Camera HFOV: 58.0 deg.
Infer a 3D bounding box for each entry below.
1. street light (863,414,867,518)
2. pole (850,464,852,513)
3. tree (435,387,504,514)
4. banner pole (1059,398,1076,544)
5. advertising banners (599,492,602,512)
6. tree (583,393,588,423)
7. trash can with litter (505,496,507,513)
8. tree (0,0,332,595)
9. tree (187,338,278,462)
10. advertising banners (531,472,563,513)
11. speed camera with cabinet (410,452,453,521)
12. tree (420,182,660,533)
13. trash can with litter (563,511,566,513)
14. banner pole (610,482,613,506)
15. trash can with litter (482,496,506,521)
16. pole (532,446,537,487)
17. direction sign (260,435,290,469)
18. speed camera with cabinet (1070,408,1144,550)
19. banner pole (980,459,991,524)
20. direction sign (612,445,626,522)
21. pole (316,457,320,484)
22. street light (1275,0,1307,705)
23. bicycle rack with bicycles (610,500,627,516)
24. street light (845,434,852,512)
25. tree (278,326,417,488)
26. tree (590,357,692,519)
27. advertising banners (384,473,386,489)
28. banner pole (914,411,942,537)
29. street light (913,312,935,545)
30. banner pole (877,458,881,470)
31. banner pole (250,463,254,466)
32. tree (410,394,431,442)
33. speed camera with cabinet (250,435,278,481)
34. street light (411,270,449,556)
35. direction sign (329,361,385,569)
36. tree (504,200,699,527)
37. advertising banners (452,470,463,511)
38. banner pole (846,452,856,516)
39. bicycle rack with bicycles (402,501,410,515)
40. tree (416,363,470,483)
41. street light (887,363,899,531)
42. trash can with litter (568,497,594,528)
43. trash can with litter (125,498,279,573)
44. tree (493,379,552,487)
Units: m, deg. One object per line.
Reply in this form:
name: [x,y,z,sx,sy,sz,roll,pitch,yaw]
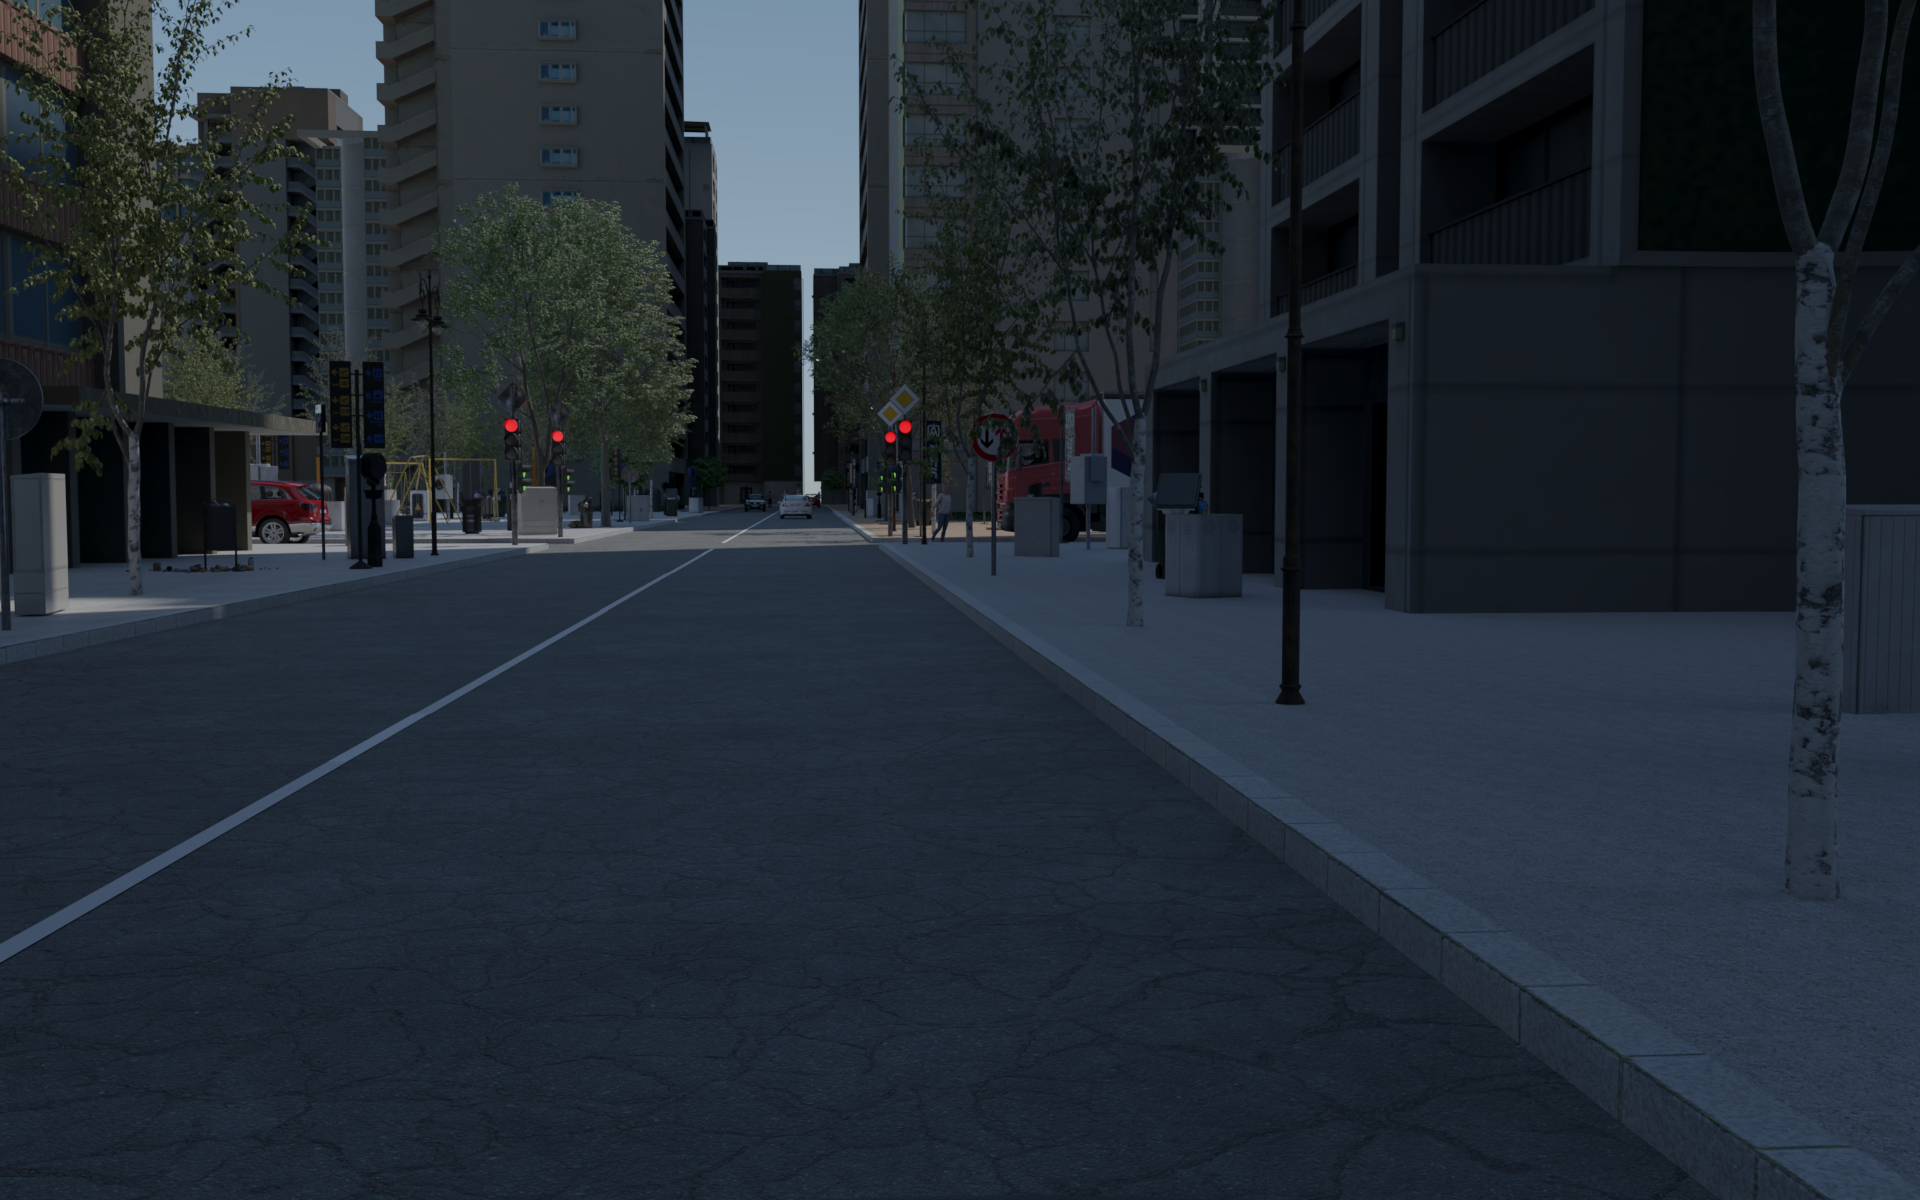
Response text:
street light: [-5.085,-7.344,92.856,0.468,5.910,1.993,0,4,-5]
pole: [-7.265,-7.458,115.787,0.158,3.312,0.155,0,3,0]
tree: [-33.138,-10.023,114.244,4.737,8.622,4.395,0,3,0]
banner pole: [2.752,-3.351,44.810,0.401,3.779,0.863,-2,4,-29]
advertising banners: [-24.939,-7.672,121.619,0.090,3.025,2.074,1,4,9]
tree: [-19.273,-9.032,98.030,4.737,8.622,4.395,0,3,0]
trash can with litter: [-30.435,-6.372,115.562,0.624,1.170,1.055,-2,4,-25]
tree: [-10.437,-4.383,22.022,4.737,8.622,4.395,0,3,0]
tree: [-34.166,-8.024,81.560,4.360,8.622,3.978,0,3,0]
advertising banners: [-24.702,-6.557,103.394,2.074,3.025,0.090,1,4,13]
speed camera with cabinet: [-24.956,-5.344,81.713,2.038,3.252,0.660,1,4,20]
tree: [-13.805,-8.040,57.205,9.928,11.665,9.643,0,3,0]
trash can with litter: [-27.557,-6.551,118.165,2.233,1.210,1.678,1,4,22]
banner pole: [-24.920,-8.183,123.802,0.401,3.779,0.863,1,4,11]
trash can with litter: [-22.263,-4.318,81.664,1.678,1.210,2.233,-1,4,-22]
pole: [-18.093,-4.882,73.669,0.158,3.312,0.155,0,3,0]
direction sign: [-21.607,-3.834,54.685,0.876,3.537,0.379,0,4,-6]
speed camera with cabinet: [3.538,-2.817,40.389,2.038,3.252,0.660,-2,4,-34]
banner pole: [1.202,-5.139,74.037,0.401,3.779,0.863,-3,5,-44]
direction sign: [-15.625,-5.348,79.441,0.876,3.537,0.379,3,4,38]
pole: [-35.379,-6.219,95.530,0.158,3.312,0.155,0,3,0]
street light: [2.023,-2.302,10.433,0.468,5.910,1.993,0,4,-5]
bicycle rack with bicycles: [-19.821,-5.412,101.861,2.852,0.926,2.925,-1,4,-17]
street light: [-8.155,-9.415,126.730,0.468,5.910,1.993,0,4,-5]
tree: [-26.628,-7.653,75.488,4.360,8.622,3.978,0,3,0]
tree: [-16.123,-8.578,90.612,4.737,8.622,4.395,0,3,0]
advertising banners: [-33.349,-6.338,99.821,0.090,3.025,2.074,0,4,-1]
banner pole: [-0.946,-3.781,51.833,0.863,3.779,0.401,0,4,-6]
street light: [-0.908,-4.349,43.900,0.468,5.910,1.993,0,4,-5]
banner pole: [-5.592,-7.945,119.917,0.401,3.779,0.863,1,4,23]
banner pole: [-50.631,-8.158,123.403,0.863,3.779,0.401,0,4,3]
tree: [-35.645,-9.618,107.618,4.737,8.622,4.395,0,3,0]
speed camera with cabinet: [-20.947,-3.599,53.187,2.038,3.252,0.660,2,4,34]
street light: [-10.970,-3.865,35.985,0.468,5.910,1.993,0,4,-5]
direction sign: [-10.283,-2.301,29.615,0.876,3.537,0.379,-1,4,-19]
tree: [-14.300,-9.146,67.658,7.486,12.596,7.792,0,3,0]
advertising banners: [-35.717,-7.778,123.364,0.090,3.025,2.074,1,4,9]
banner pole: [-6.347,-6.929,103.298,0.401,3.779,0.863,-1,4,-20]
bicycle rack with bicycles: [-30.295,-4.897,93.446,2.852,0.926,2.925,0,4,-3]
tree: [-30.007,-9.047,98.277,4.360,8.622,3.978,0,3,0]
street light: [-2.260,-5.299,59.424,0.468,5.910,1.993,0,4,-5]
trash can with litter: [-14.232,-3.273,64.900,1.055,1.170,0.624,2,4,25]
trash can with litter: [-12.698,-1.090,28.875,2.233,1.210,1.678,0,4,-4]
tree: [-26.507,-9.552,106.537,4.360,8.622,3.978,0,3,0]
